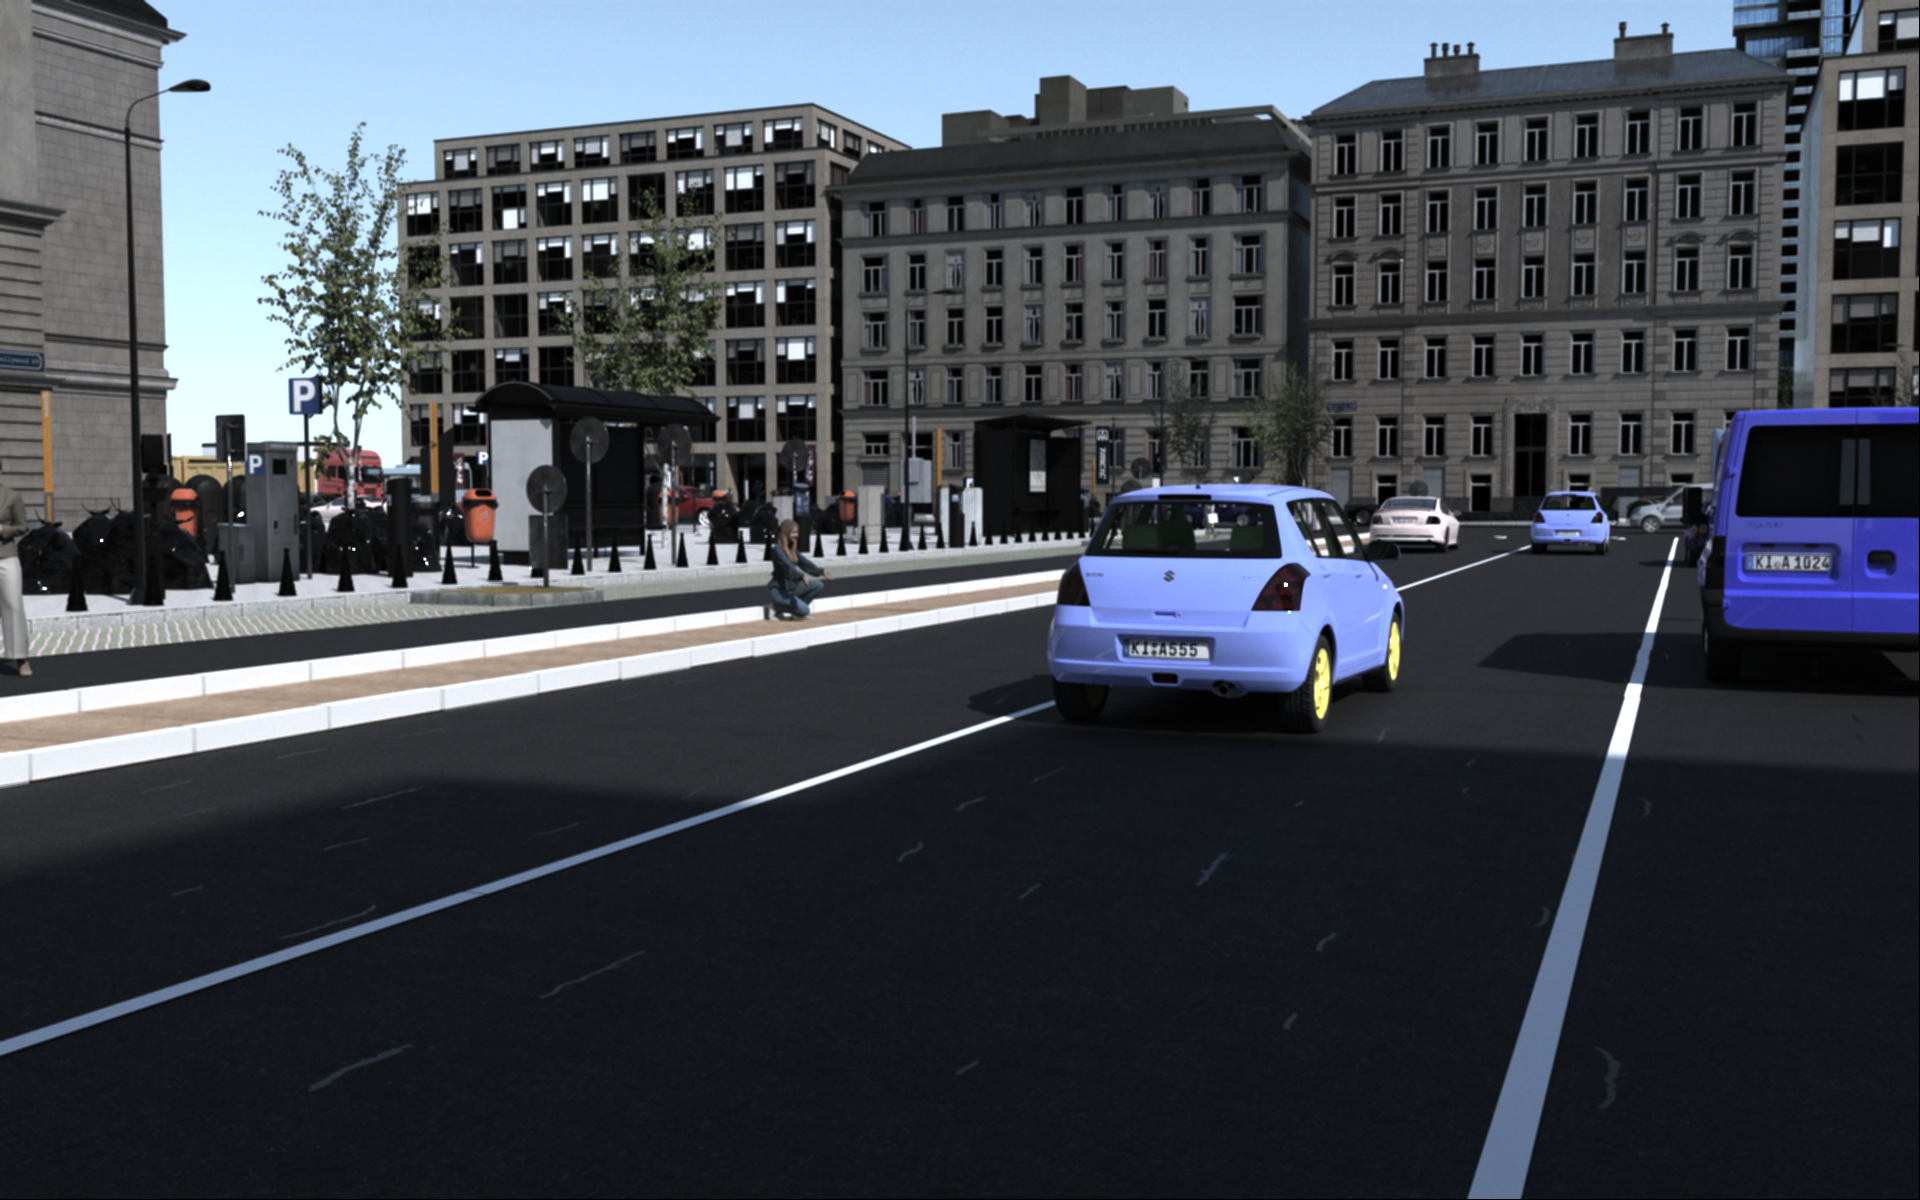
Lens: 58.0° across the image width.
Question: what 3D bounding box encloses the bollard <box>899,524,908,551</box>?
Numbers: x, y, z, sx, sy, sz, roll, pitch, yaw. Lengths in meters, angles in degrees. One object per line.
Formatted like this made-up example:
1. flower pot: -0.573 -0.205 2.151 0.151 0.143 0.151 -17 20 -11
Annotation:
1. bollard: -1.272 -1.402 38.969 0.229 0.601 0.229 0 3 0

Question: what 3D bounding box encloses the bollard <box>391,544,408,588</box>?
1. bollard: -7.684 -0.471 23.735 0.229 0.601 0.229 0 3 0

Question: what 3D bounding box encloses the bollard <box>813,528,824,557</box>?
1. bollard: -2.874 -1.170 35.168 0.229 0.601 0.229 0 3 0

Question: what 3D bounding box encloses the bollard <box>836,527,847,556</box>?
1. bollard: -2.475 -1.228 36.114 0.229 0.601 0.229 0 3 0

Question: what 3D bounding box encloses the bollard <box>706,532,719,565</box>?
1. bollard: -4.482 -0.936 31.345 0.229 0.601 0.229 0 3 0

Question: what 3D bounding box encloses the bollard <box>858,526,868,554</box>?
1. bollard: -2.070 -1.286 37.071 0.229 0.601 0.229 0 3 0

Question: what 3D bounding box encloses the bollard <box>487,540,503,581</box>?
1. bollard: -6.883 -0.587 25.639 0.229 0.601 0.229 0 3 0

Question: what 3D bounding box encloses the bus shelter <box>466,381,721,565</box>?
1. bus shelter: -6.912 -2.419 33.481 2.014 3.302 5.546 1 4 23

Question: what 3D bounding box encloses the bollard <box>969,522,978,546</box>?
1. bollard: 0.327 -1.635 42.781 0.229 0.601 0.229 0 3 0

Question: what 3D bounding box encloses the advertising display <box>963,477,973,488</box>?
1. advertising display: 0.373 -3.687 65.495 0.123 1.923 0.974 2 4 23

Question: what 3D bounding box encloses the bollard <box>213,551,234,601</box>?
1. bollard: -8.887 -0.296 20.878 0.229 0.601 0.229 0 3 0

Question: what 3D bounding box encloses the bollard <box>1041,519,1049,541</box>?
1. bollard: 2.342 -1.928 47.558 0.229 0.601 0.229 0 3 0

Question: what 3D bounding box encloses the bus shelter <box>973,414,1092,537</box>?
1. bus shelter: 2.327 -3.845 54.151 1.731 3.624 6.357 1 4 23

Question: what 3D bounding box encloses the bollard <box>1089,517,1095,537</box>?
1. bollard: 3.941 -2.160 51.359 0.229 0.601 0.229 0 3 0

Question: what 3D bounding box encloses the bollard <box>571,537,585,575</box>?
1. bollard: -6.081 -0.704 27.546 0.229 0.601 0.229 0 3 0

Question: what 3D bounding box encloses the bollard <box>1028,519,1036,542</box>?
1. bollard: 1.943 -1.870 46.609 0.229 0.601 0.229 0 3 0

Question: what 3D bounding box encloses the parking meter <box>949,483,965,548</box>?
1. parking meter: -0.076 -2.015 41.359 0.372 1.533 0.369 0 3 0

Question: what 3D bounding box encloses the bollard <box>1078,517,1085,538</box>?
1. bollard: 3.547 -2.102 50.411 0.229 0.601 0.229 0 3 0

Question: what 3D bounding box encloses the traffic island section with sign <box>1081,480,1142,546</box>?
1. traffic island section with sign: 4.609 -2.397 47.826 1.989 1.847 2.006 1 4 23

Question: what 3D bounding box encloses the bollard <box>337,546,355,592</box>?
1. bollard: -8.085 -0.412 22.785 0.229 0.601 0.229 0 3 0

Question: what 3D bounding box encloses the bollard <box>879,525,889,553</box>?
1. bollard: -1.674 -1.344 38.019 0.229 0.601 0.229 0 3 0

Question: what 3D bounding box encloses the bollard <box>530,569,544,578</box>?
1. bollard: -6.486 -0.645 26.586 0.229 0.601 0.229 0 3 0

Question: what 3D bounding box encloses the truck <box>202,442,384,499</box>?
1. truck: -36.109 -6.458 94.500 11.283 4.237 2.839 1 4 22

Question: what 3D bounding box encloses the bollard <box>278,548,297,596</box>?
1. bollard: -8.484 -0.354 21.832 0.229 0.601 0.229 0 3 0

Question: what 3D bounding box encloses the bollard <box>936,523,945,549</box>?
1. bollard: -0.462 -1.519 40.883 0.229 0.601 0.229 0 3 0

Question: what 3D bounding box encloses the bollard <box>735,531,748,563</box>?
1. bollard: -4.079 -0.994 32.299 0.229 0.601 0.229 0 3 0

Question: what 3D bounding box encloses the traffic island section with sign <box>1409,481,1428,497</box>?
1. traffic island section with sign: 15.673 -3.147 59.594 2.006 1.907 1.989 1 4 23

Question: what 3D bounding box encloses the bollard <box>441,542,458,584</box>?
1. bollard: -7.283 -0.529 24.693 0.229 0.601 0.229 0 3 0

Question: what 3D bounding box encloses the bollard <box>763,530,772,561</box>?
1. bollard: -3.674 -1.053 33.261 0.229 0.601 0.229 0 3 0

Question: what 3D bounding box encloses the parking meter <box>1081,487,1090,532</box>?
1. parking meter: 4.153 -3.040 58.118 0.372 1.533 0.369 0 3 0

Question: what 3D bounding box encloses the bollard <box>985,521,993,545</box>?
1. bollard: 0.729 -1.693 43.726 0.229 0.601 0.229 0 3 0

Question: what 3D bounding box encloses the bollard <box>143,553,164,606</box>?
1. bollard: -9.288 -0.238 19.933 0.229 0.601 0.229 0 3 0

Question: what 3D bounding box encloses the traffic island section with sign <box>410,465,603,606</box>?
1. traffic island section with sign: -5.846 -0.877 22.973 1.989 1.847 2.006 1 4 23

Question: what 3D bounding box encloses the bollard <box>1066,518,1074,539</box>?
1. bollard: 3.143 -2.044 49.462 0.229 0.601 0.229 0 3 0

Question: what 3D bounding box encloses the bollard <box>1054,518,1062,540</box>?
1. bollard: 2.741 -1.986 48.505 0.229 0.601 0.229 0 3 0

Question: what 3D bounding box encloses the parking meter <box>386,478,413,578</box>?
1. parking meter: -8.633 -1.118 26.682 0.372 1.533 0.369 0 3 0

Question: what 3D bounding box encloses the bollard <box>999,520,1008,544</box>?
1. bollard: 1.133 -1.752 44.688 0.229 0.601 0.229 0 3 0

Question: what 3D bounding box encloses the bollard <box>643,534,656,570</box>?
1. bollard: -5.276 -0.820 29.451 0.229 0.601 0.229 0 3 0

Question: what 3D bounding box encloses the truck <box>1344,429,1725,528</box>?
1. truck: 26.176 -5.187 74.562 18.799 4.110 2.967 2 4 24

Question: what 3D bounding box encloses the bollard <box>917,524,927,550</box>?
1. bollard: -0.870 -1.461 39.922 0.229 0.601 0.229 0 3 0

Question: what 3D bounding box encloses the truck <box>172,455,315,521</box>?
1. truck: -37.164 -5.591 87.335 9.791 3.379 3.469 1 4 23

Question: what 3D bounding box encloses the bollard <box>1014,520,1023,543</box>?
1. bollard: 1.539 -1.811 45.649 0.229 0.601 0.229 0 3 0

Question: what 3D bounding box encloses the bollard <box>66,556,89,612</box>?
1. bollard: -9.688 -0.180 18.983 0.229 0.601 0.229 0 3 0

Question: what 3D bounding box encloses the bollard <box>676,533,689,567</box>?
1. bollard: -4.879 -0.878 30.398 0.229 0.601 0.229 0 3 0

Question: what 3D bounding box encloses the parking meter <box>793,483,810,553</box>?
1. parking meter: -3.482 -1.810 37.998 0.372 1.533 0.369 0 3 0

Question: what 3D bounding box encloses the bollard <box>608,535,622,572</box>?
1. bollard: -5.683 -0.762 28.499 0.229 0.601 0.229 0 3 0
